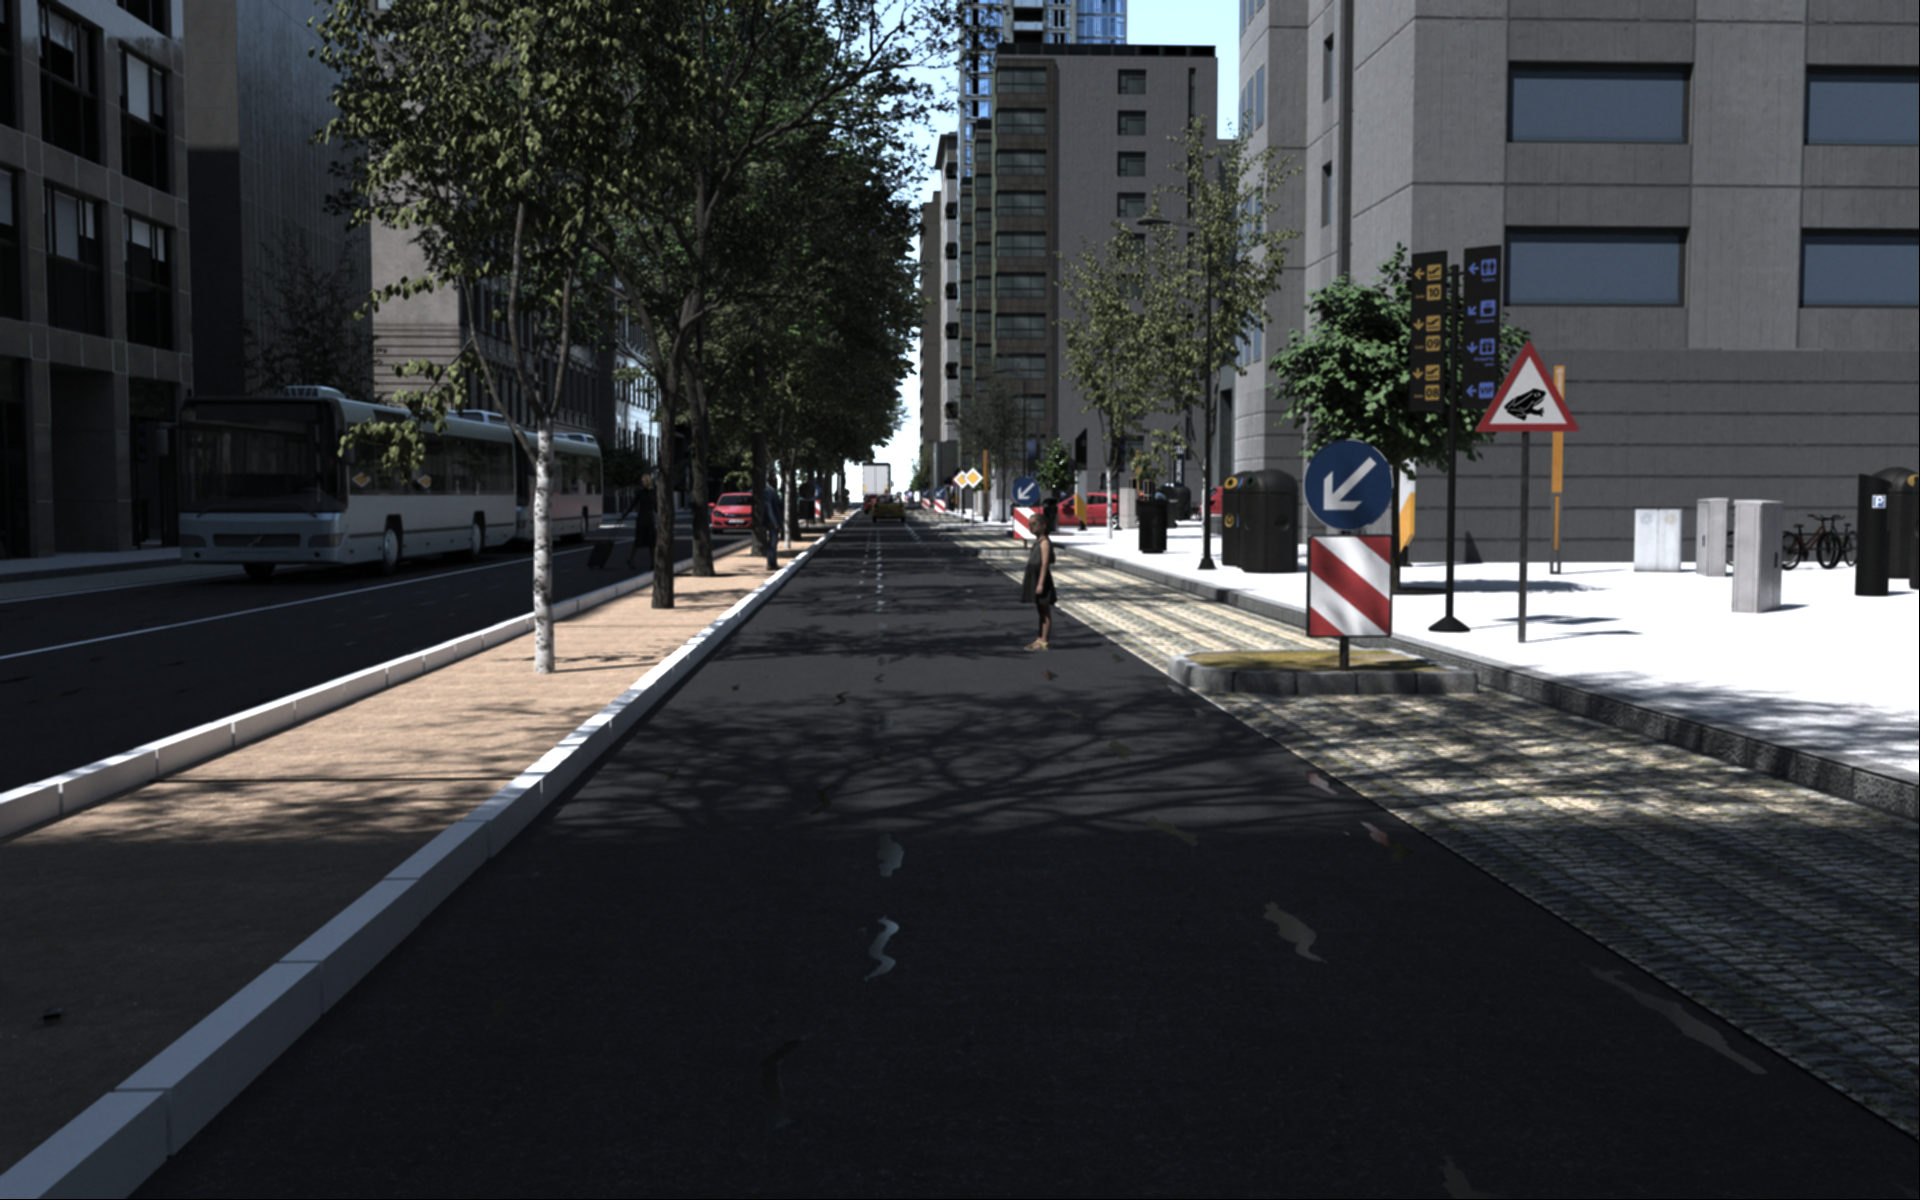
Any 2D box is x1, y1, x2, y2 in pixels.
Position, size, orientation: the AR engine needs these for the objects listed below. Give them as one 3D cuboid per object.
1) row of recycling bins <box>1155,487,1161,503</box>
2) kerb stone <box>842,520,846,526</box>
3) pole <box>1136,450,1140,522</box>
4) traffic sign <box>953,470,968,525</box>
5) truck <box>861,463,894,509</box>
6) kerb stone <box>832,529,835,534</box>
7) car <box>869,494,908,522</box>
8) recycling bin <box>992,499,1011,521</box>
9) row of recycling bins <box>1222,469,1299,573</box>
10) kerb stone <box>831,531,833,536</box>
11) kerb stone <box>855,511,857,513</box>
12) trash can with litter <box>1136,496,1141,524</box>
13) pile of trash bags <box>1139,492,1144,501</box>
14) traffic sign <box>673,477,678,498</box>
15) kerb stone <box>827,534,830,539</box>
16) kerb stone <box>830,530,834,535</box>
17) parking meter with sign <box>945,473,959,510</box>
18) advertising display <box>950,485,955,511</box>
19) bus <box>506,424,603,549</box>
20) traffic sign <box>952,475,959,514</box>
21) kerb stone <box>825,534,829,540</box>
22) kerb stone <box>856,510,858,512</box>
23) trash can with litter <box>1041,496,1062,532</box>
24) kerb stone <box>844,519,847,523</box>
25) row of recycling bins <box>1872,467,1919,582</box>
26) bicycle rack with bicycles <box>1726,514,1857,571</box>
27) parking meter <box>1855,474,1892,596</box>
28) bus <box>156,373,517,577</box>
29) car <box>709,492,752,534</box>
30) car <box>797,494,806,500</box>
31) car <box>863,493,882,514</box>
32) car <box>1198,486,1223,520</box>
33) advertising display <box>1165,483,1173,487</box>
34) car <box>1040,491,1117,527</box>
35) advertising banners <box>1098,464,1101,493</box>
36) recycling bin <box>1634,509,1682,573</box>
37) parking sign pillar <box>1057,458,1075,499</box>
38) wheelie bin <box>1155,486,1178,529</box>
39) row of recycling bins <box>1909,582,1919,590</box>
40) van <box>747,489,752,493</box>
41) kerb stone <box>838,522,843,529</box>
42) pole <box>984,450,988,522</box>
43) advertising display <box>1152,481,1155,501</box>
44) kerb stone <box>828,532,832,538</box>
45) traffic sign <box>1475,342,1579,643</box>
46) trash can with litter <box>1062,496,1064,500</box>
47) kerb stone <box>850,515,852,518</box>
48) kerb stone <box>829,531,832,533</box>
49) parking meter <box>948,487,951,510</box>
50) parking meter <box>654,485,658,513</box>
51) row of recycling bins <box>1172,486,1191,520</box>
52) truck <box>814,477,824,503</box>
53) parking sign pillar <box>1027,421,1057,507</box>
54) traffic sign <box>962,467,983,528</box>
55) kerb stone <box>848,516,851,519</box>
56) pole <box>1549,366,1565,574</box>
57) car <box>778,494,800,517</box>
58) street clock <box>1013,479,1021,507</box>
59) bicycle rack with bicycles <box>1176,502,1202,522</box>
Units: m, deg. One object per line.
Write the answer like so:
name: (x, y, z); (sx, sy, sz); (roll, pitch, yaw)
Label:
row of recycling bins: (12.320, -5.919, 103.892); (1.069, 1.692, 3.534); (0, 4, -5)
kerb stone: (-5.299, -3.372, 77.472); (0.120, 0.150, 1.000); (0, 4, -3)
pole: (8.284, -5.321, 80.844); (0.158, 3.312, 0.155); (0, 3, 0)
traffic sign: (0.101, -4.231, 72.826); (0.795, 2.450, 0.064); (0, 4, -3)
truck: (-7.609, -10.420, 159.273); (2.839, 4.237, 11.283); (0, 4, -1)
kerb stone: (-4.382, -2.222, 58.529); (0.120, 0.150, 1.000); (0, 4, -3)
car: (-3.708, -4.876, 89.942); (2.015, 1.641, 3.980); (0, 4, -3)
recycling bin: (1.954, -4.255, 82.118); (0.722, 1.027, 0.722); (-1, 4, -21)
row of recycling bins: (5.153, -1.379, 29.660); (1.069, 1.692, 3.534); (0, 4, 1)
kerb stone: (-4.292, -2.097, 56.487); (0.120, 0.150, 1.000); (0, 4, -3)
kerb stone: (-7.159, -5.760, 116.378); (0.120, 0.150, 1.000); (0, 4, -3)
trash can with litter: (7.147, -3.879, 74.487); (2.233, 1.210, 1.678); (1, 4, 19)
pile of trash bags: (8.823, -5.252, 95.622); (3.447, 1.369, 1.912); (3, 5, 44)
traffic sign: (-21.007, -7.749, 126.804); (0.768, 2.556, 0.104); (0, 4, 3)
kerb stone: (-4.093, -1.844, 52.381); (0.120, 0.150, 1.000); (0, 4, -3)
kerb stone: (-4.339, -2.159, 57.508); (0.120, 0.150, 1.000); (0, 4, -3)
parking meter with sign: (-0.925, -8.915, 142.017); (1.738, 3.016, 0.543); (0, 4, -3)
advertising display: (-0.540, -7.516, 128.093); (0.123, 1.923, 0.974); (-1, 4, -15)
bus: (-12.051, -3.211, 47.354); (2.948, 3.499, 13.247); (0, 4, -3)
traffic sign: (-0.143, -6.982, 114.260); (0.768, 2.556, 0.104); (0, 4, 1)
kerb stone: (-4.040, -1.784, 51.360); (0.120, 0.150, 1.000); (0, 4, -3)
kerb stone: (-7.352, -6.011, 120.482); (0.120, 0.150, 1.000); (0, 4, -3)
trash can with litter: (2.989, -2.916, 59.071); (0.624, 1.170, 1.055); (-1, 4, -8)
kerb stone: (-5.393, -3.506, 79.513); (0.120, 0.150, 1.000); (0, 4, -3)
row of recycling bins: (15.645, -1.175, 26.320); (3.534, 1.692, 1.069); (1, 4, 11)
bicycle rack with bicycles: (14.627, -1.041, 30.398); (2.925, 0.926, 2.852); (-1, 4, -19)
parking meter: (11.515, -0.821, 21.833); (0.372, 1.533, 0.369); (0, 3, 0)
bus: (-11.198, -2.322, 32.832); (2.948, 3.499, 13.247); (0, 4, -2)
car: (-8.025, -3.292, 62.870); (2.155, 1.783, 4.494); (0, 4, -5)
car: (-18.998, -11.748, 203.882); (2.131, 1.459, 4.920); (0, 4, -3)
car: (-5.980, -7.101, 125.142); (2.155, 1.783, 4.494); (0, 4, -1)
car: (12.091, -3.663, 68.570); (5.304, 1.827, 2.281); (0, 4, -3)
advertising display: (12.003, -5.637, 97.385); (0.974, 1.923, 0.123); (1, 4, 18)
car: (4.731, -3.642, 68.579); (4.494, 1.783, 2.155); (0, 4, -2)
advertising banners: (8.096, -6.389, 100.645); (0.090, 3.025, 2.074); (0, 4, 1)
recycling bin: (11.556, -0.986, 28.683); (0.722, 1.027, 0.722); (1, 4, 22)
parking sign pillar: (5.789, -6.595, 96.306); (1.447, 3.967, 1.447); (1, 4, 21)
wheelie bin: (7.666, -3.466, 64.585); (0.693, 1.594, 0.980); (3, 5, 44)
row of recycling bins: (14.515, -0.958, 22.769); (3.534, 1.692, 1.069); (1, 4, 16)
van: (-16.597, -8.170, 140.582); (2.013, 2.044, 4.112); (0, 4, -1)
kerb stone: (-5.045, -3.067, 72.354); (0.120, 0.150, 1.000); (0, 4, -3)
pole: (1.194, -5.275, 80.094); (0.158, 3.312, 0.155); (0, 3, 0)
advertising display: (9.911, -5.110, 88.755); (0.123, 1.923, 0.974); (0, 4, 8)
kerb stone: (-4.190, -1.972, 54.438); (0.120, 0.150, 1.000); (0, 4, -3)
traffic sign: (4.847, -0.909, 14.870); (0.884, 2.594, 0.081); (0, 4, -1)
trash can with litter: (4.879, -4.730, 88.728); (0.624, 1.170, 1.055); (-3, 4, -36)
kerb stone: (-6.132, -4.443, 94.872); (0.120, 0.150, 1.000); (0, 4, -3)
kerb stone: (-4.240, -2.034, 55.459); (0.120, 0.150, 1.000); (0, 4, -3)
parking meter: (-0.703, -7.969, 135.997); (0.399, 1.863, 0.255); (-2, 4, -29)
parking meter: (-20.154, -6.682, 114.962); (0.255, 1.863, 0.399); (0, 4, -7)
row of recycling bins: (10.842, -4.809, 85.733); (1.069, 1.692, 3.534); (0, 4, 4)
truck: (-23.464, -18.192, 286.349); (2.839, 4.237, 11.283); (0, 4, -4)
parking sign pillar: (2.721, -4.581, 63.365); (1.447, 3.967, 1.447); (0, 4, 1)
traffic sign: (0.483, -3.744, 64.851); (0.795, 2.450, 0.064); (0, 4, -3)
kerb stone: (-5.940, -4.195, 90.783); (0.120, 0.150, 1.000); (0, 4, -3)
pole: (9.522, -2.066, 27.617); (0.158, 3.312, 0.155); (0, 3, 0)
car: (-10.990, -6.148, 109.322); (1.959, 1.807, 4.718); (0, 4, -4)
street clock: (2.761, -4.734, 81.976); (0.358, 2.002, 0.471); (-3, 5, -41)
bicycle rack with bicycles: (11.530, -4.167, 81.518); (2.925, 0.926, 2.852); (-1, 4, -14)
